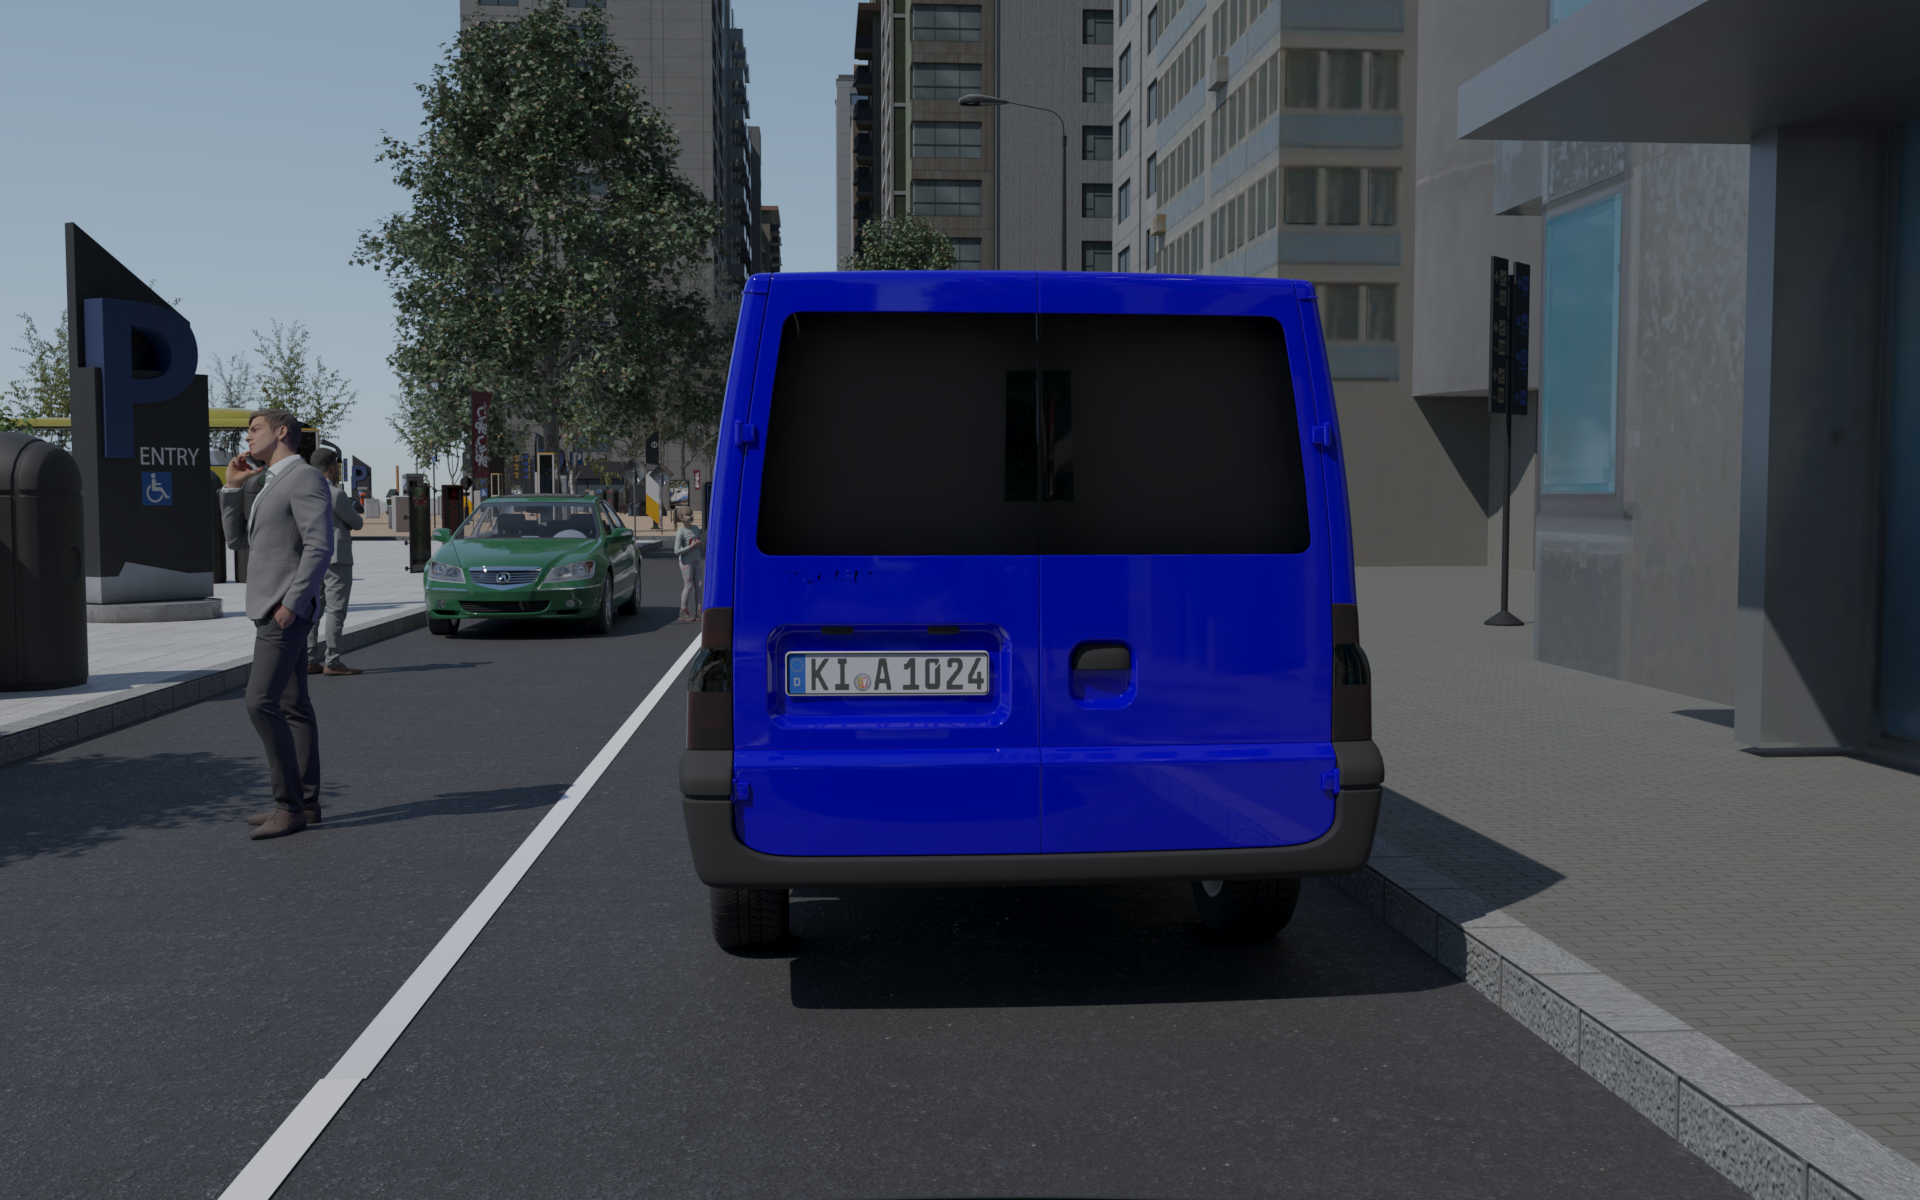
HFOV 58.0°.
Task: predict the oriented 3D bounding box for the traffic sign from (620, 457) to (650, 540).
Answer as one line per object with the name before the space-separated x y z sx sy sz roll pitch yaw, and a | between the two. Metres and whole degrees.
traffic sign | -8.726 -2.620 46.486 0.795 2.450 0.064 0 4 -5

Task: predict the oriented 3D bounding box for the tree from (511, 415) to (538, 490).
tree | -27.622 -9.436 104.641 4.360 8.622 3.978 0 3 0

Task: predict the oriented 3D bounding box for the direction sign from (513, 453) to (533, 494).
direction sign | -24.358 -6.366 96.086 0.876 3.537 0.379 0 4 -1

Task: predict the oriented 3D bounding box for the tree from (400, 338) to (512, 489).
tree | -22.022 -7.623 74.995 4.360 8.622 3.978 0 3 0

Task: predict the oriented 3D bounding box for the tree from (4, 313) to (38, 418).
tree | -36.161 -7.469 72.473 4.737 8.622 4.395 0 3 0

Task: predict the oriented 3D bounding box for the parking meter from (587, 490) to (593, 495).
parking meter | -24.943 -6.624 116.717 0.372 1.533 0.369 0 3 0

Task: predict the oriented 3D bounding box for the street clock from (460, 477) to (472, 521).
street clock | -20.386 -4.097 71.549 0.471 2.002 0.358 -2 4 -27

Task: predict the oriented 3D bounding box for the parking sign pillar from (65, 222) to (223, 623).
parking sign pillar | -8.394 -1.792 17.774 1.447 3.967 1.447 2 4 30

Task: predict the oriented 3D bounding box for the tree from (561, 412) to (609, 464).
tree | -21.928 -10.894 112.529 8.767 10.594 7.601 0 4 -2

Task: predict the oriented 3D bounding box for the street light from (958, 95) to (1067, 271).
street light | 0.681 -2.925 20.359 1.470 5.913 1.316 0 4 -5

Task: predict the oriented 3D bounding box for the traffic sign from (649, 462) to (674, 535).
traffic sign | -9.377 -3.107 54.445 0.795 2.450 0.064 0 4 -5

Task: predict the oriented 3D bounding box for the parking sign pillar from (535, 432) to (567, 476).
parking sign pillar | -17.648 -5.284 74.859 1.447 3.967 1.447 -1 4 -16

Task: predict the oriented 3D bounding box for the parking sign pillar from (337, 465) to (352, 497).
parking sign pillar | -38.611 -7.231 106.692 1.447 3.967 1.447 0 4 -6

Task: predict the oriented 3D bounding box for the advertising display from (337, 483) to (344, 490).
advertising display | -37.693 -6.120 105.283 0.974 1.923 0.123 3 5 45

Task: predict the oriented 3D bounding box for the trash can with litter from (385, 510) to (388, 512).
trash can with litter | -38.897 -6.570 118.804 0.624 1.170 1.055 3 4 38

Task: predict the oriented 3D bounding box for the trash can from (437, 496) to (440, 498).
trash can | -36.370 -6.731 121.702 0.748 1.137 0.748 0 3 0

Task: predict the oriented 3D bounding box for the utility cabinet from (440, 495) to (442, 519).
utility cabinet | -26.295 -4.786 89.408 1.020 1.237 0.306 -2 4 -24

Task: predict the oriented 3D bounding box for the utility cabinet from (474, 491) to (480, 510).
utility cabinet | -29.791 -6.082 108.112 1.173 1.500 0.318 2 4 28

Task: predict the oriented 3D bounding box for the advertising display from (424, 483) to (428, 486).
advertising display | -30.436 -5.642 97.464 0.974 1.923 0.123 -1 4 -15

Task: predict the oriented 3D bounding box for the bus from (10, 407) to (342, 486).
bus | -24.310 -3.544 49.498 12.252 3.916 2.896 0 4 -4

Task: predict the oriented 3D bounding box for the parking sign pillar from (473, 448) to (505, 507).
parking sign pillar | -21.224 -5.512 78.599 1.447 3.967 1.447 1 4 21

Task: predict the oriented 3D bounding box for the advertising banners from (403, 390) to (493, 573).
advertising banners | -8.463 -1.994 28.794 0.090 3.025 2.074 2 4 27

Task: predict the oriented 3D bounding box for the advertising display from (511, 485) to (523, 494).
advertising display | -30.828 -7.058 120.618 0.974 1.923 0.123 2 4 25

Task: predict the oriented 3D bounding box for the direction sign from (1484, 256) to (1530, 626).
direction sign | 5.335 -1.522 16.875 0.379 3.537 0.876 3 5 40

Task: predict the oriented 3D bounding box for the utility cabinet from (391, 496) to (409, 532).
utility cabinet | -18.655 -2.896 58.508 0.306 1.237 1.020 3 5 43

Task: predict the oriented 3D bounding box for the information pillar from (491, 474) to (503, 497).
information pillar | -16.602 -3.524 62.115 0.304 2.012 0.304 1 4 9

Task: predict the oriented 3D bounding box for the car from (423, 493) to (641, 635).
car | -4.629 -0.455 19.229 2.131 1.459 4.920 0 4 -4

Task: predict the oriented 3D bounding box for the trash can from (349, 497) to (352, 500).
trash can | -30.931 -4.614 87.093 0.748 1.137 0.748 0 3 0

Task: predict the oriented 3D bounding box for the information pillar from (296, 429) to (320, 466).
information pillar | -7.394 -0.925 19.612 0.304 2.012 0.304 -1 4 -20

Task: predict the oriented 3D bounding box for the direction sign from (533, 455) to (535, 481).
direction sign | -25.071 -6.692 101.412 0.876 3.537 0.379 2 4 25

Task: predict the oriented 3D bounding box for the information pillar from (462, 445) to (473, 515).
information pillar | -23.304 -5.543 81.980 0.504 3.616 0.183 1 4 17

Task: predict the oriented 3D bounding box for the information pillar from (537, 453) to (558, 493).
information pillar | -7.358 -1.619 30.969 0.304 2.012 0.304 0 4 0

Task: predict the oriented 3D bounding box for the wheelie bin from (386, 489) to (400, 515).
wheelie bin | -34.644 -5.991 105.853 0.980 1.594 0.693 2 4 31

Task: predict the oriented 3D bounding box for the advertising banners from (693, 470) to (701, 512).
advertising banners | -18.286 -7.902 125.381 2.074 3.025 0.090 0 4 1

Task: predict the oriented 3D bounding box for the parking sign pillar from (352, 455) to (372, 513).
parking sign pillar | -41.045 -7.969 118.764 1.447 3.967 1.447 0 4 4

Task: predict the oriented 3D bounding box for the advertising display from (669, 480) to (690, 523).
advertising display | -12.603 -4.442 77.837 0.974 1.923 0.123 1 4 19

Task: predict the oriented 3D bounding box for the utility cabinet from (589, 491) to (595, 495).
utility cabinet | -22.809 -6.033 107.322 0.318 1.500 1.173 0 4 -8

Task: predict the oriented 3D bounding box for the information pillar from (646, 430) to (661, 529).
information pillar | -11.147 -4.375 62.882 0.504 3.616 0.183 0 4 2

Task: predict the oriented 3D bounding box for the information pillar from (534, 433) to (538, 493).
information pillar | -16.107 -4.561 65.923 0.183 3.616 0.504 0 4 -7

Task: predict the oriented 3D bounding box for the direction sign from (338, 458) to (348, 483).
direction sign | -39.097 -7.199 109.705 0.876 3.537 0.379 2 4 26
